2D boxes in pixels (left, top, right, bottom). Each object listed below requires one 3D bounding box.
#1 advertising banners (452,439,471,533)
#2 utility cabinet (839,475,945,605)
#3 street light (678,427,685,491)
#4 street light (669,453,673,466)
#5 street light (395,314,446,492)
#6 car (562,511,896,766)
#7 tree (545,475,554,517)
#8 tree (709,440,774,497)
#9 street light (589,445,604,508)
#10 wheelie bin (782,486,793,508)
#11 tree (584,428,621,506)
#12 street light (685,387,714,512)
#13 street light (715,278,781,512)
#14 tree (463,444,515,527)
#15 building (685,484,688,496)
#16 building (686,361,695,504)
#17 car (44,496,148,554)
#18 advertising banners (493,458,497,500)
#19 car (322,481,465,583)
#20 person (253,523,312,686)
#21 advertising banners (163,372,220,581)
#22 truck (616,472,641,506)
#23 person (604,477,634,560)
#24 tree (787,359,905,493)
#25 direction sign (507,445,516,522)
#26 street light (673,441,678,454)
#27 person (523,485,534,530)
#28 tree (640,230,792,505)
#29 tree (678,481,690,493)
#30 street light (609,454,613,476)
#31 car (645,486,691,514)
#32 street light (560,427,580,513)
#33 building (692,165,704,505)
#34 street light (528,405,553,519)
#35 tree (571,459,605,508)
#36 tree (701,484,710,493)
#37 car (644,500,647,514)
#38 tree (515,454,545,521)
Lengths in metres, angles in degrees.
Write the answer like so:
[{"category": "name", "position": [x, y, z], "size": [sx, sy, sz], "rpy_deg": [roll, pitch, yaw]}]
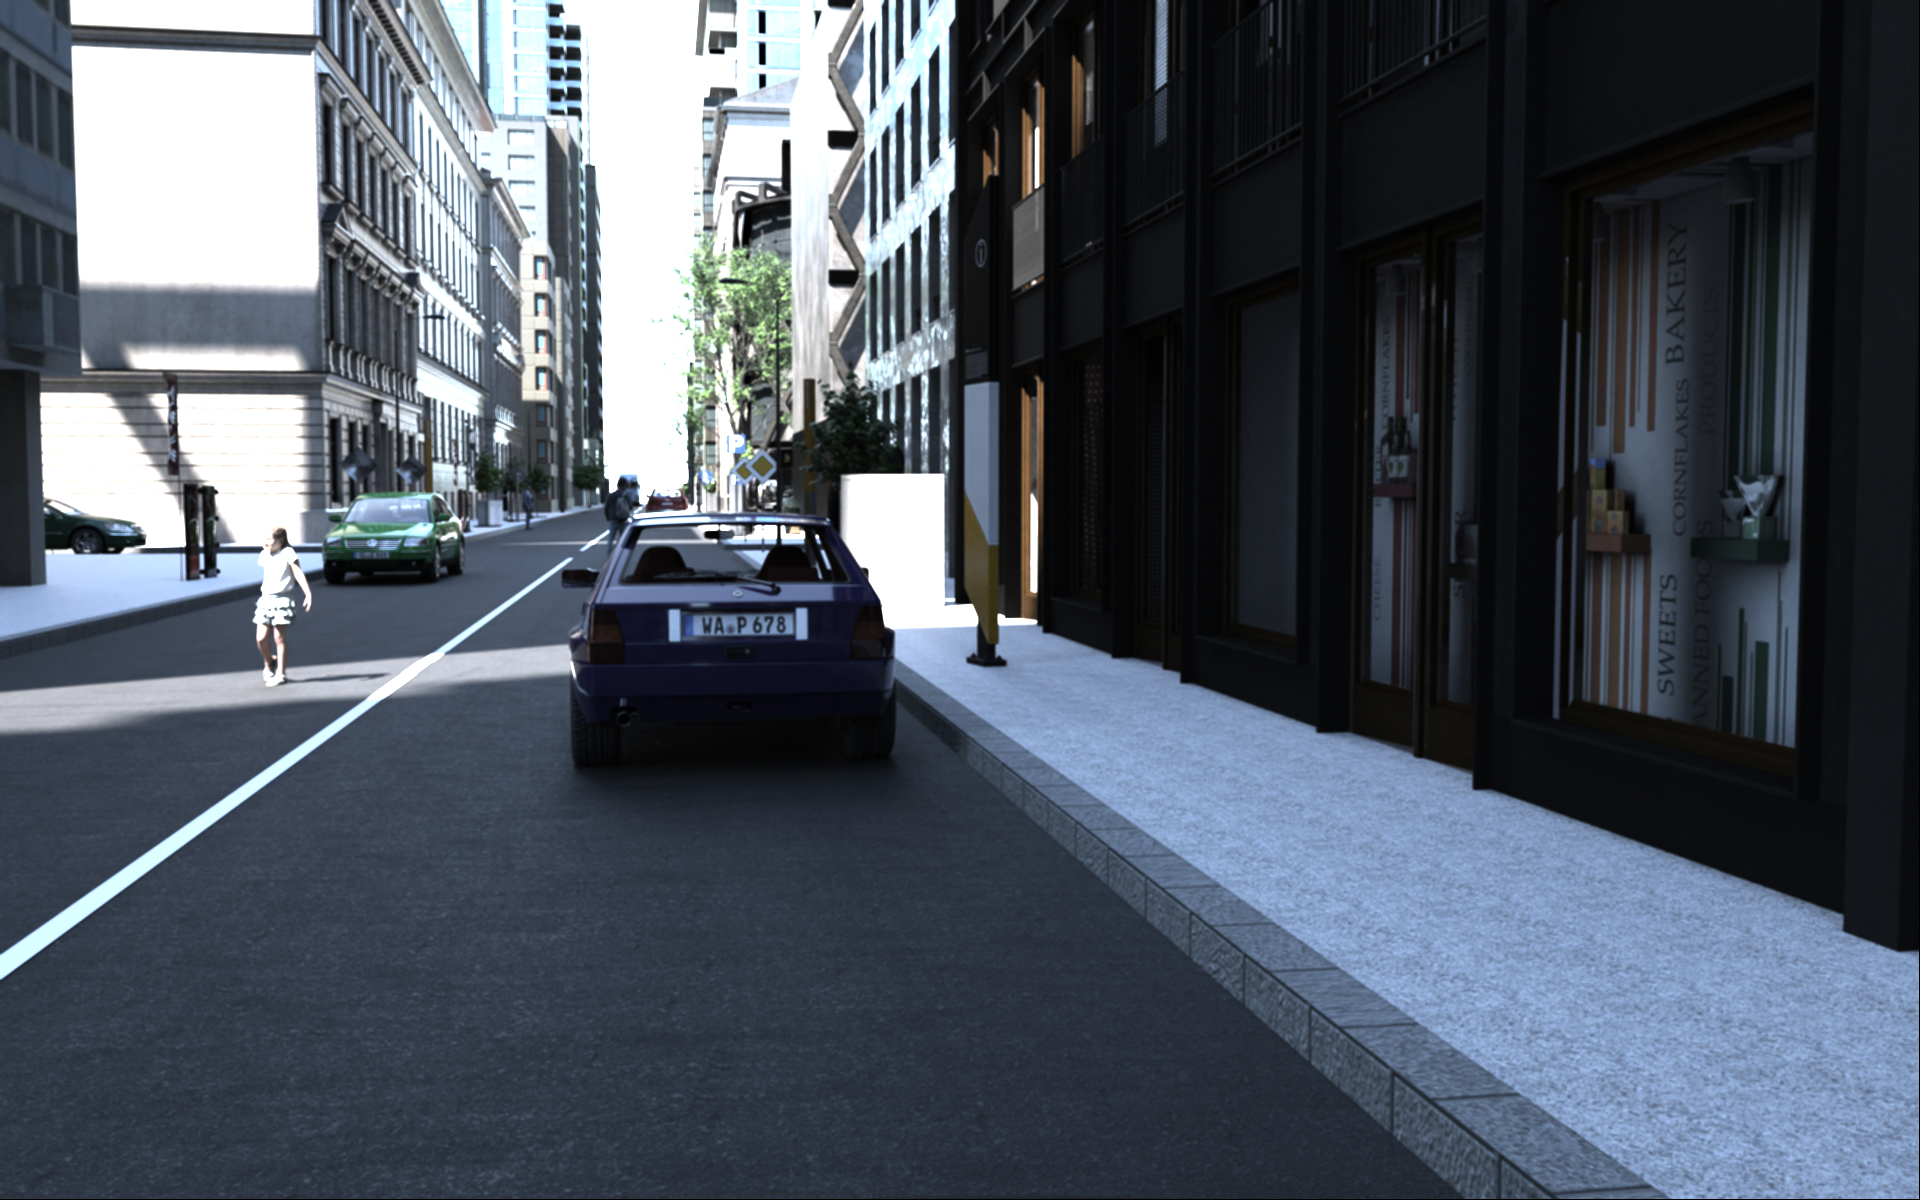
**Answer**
[{"category": "advertising banners", "position": [-16.225, -3.678, 56.322], "size": [0.090, 3.025, 2.074], "rpy_deg": [0, 4, -2]}, {"category": "utility cabinet", "position": [-0.761, -0.680, 19.790], "size": [1.173, 1.500, 0.318], "rpy_deg": [0, 4, 2]}, {"category": "street light", "position": [-18.435, -8.969, 119.191], "size": [1.470, 5.913, 1.316], "rpy_deg": [-1, 4, -10]}, {"category": "street light", "position": [-31.639, -13.597, 194.851], "size": [1.470, 5.913, 1.316], "rpy_deg": [-1, 4, -10]}, {"category": "street light", "position": [-13.996, -4.422, 44.845], "size": [1.470, 5.913, 1.316], "rpy_deg": [-1, 4, -10]}, {"category": "car", "position": [-1.456, 0.122, 10.585], "size": [1.945, 1.354, 3.894], "rpy_deg": [-1, 4, -10]}, {"category": "tree", "position": [-23.054, -6.136, 94.929], "size": [1.663, 3.219, 1.824], "rpy_deg": [0, 3, 0]}, {"category": "tree", "position": [-7.588, -4.101, 61.652], "size": [1.663, 3.219, 1.824], "rpy_deg": [0, 3, 0]}, {"category": "street light", "position": [-34.710, -11.761, 164.831], "size": [1.470, 5.913, 1.316], "rpy_deg": [-1, 4, -10]}, {"category": "wheelie bin", "position": [-6.700, -3.771, 69.565], "size": [0.980, 1.594, 0.693], "rpy_deg": [1, 4, 16]}, {"category": "tree", "position": [-40.044, -14.861, 193.344], "size": [4.360, 8.622, 3.978], "rpy_deg": [0, 3, 0]}, {"category": "street light", "position": [-11.006, -6.270, 75.048], "size": [1.470, 5.913, 1.316], "rpy_deg": [-1, 4, -10]}, {"category": "street light", "position": [-4.478, -3.972, 37.478], "size": [1.470, 5.913, 1.316], "rpy_deg": [-1, 4, -10]}, {"category": "tree", "position": [-18.385, -4.445, 67.278], "size": [1.663, 3.219, 1.824], "rpy_deg": [0, 3, 0]}, {"category": "building", "position": [-26.739, -35.224, 267.795], "size": [32.217, 40.220, 23.993], "rpy_deg": [-1, 4, -10]}, {"category": "building", "position": [-24.017, -24.282, 242.048], "size": [27.650, 21.520, 28.899], "rpy_deg": [-1, 4, -10]}, {"category": "car", "position": [-21.330, -1.713, 39.800], "size": [4.920, 1.459, 2.131], "rpy_deg": [-1, 4, -9]}, {"category": "advertising banners", "position": [-19.210, -4.611, 71.578], "size": [0.090, 3.025, 2.074], "rpy_deg": [-1, 4, -16]}, {"category": "car", "position": [-9.566, -1.262, 29.425], "size": [1.959, 1.807, 4.718], "rpy_deg": [-1, 4, -8]}, {"category": "person", "position": [-5.095, 0.026, 13.093], "size": [0.505, 1.210, 0.382], "rpy_deg": [1, 4, 12]}, {"category": "advertising banners", "position": [-11.478, -1.815, 25.864], "size": [0.090, 3.025, 2.074], "rpy_deg": [0, 4, -5]}, {"category": "truck", "position": [-40.846, -13.707, 213.861], "size": [2.967, 4.110, 18.799], "rpy_deg": [-1, 4, -10]}, {"category": "person", "position": [-7.170, -1.685, 36.397], "size": [0.623, 1.781, 0.721], "rpy_deg": [-1, 4, -8]}, {"category": "tree", "position": [-1.665, -1.851, 24.873], "size": [1.663, 3.219, 1.824], "rpy_deg": [0, 3, 0]}, {"category": "direction sign", "position": [-20.626, -5.354, 79.527], "size": [0.379, 3.537, 0.876], "rpy_deg": [-1, 4, -17]}, {"category": "street light", "position": [-23.949, -10.900, 150.753], "size": [1.470, 5.913, 1.316], "rpy_deg": [-1, 4, -10]}, {"category": "person", "position": [-17.453, -3.749, 69.983], "size": [0.419, 1.800, 0.721], "rpy_deg": [0, 3, 0]}, {"category": "tree", "position": [-8.781, -8.751, 68.840], "size": [9.928, 11.665, 9.643], "rpy_deg": [0, 3, 0]}, {"category": "tree", "position": [-35.270, -13.844, 220.951], "size": [1.663, 3.219, 1.824], "rpy_deg": [0, 3, 0]}, {"category": "street light", "position": [-41.050, -14.003, 201.490], "size": [1.470, 5.913, 1.316], "rpy_deg": [-1, 4, -10]}, {"category": "car", "position": [-14.526, -4.741, 86.182], "size": [2.281, 1.827, 5.304], "rpy_deg": [-1, 4, -9]}, {"category": "street light", "position": [-27.051, -9.027, 120.127], "size": [1.470, 5.913, 1.316], "rpy_deg": [-1, 4, -10]}, {"category": "building", "position": [-26.647, -32.745, 218.969], "size": [14.154, 41.232, 14.086], "rpy_deg": [-1, 4, -10]}, {"category": "street light", "position": [-21.812, -7.183, 89.981], "size": [1.470, 5.913, 1.316], "rpy_deg": [-1, 4, -10]}, {"category": "tree", "position": [-34.573, -10.832, 160.814], "size": [4.285, 4.588, 4.351], "rpy_deg": [0, 3, 0]}, {"category": "tree", "position": [-17.541, -7.771, 121.654], "size": [1.663, 3.219, 1.824], "rpy_deg": [0, 3, 0]}, {"category": "car", "position": [-18.970, -6.104, 109.594], "size": [2.009, 1.686, 4.222], "rpy_deg": [-1, 4, -9]}, {"category": "tree", "position": [-21.031, -5.372, 82.426], "size": [1.663, 3.219, 1.824], "rpy_deg": [0, 3, 0]}]
